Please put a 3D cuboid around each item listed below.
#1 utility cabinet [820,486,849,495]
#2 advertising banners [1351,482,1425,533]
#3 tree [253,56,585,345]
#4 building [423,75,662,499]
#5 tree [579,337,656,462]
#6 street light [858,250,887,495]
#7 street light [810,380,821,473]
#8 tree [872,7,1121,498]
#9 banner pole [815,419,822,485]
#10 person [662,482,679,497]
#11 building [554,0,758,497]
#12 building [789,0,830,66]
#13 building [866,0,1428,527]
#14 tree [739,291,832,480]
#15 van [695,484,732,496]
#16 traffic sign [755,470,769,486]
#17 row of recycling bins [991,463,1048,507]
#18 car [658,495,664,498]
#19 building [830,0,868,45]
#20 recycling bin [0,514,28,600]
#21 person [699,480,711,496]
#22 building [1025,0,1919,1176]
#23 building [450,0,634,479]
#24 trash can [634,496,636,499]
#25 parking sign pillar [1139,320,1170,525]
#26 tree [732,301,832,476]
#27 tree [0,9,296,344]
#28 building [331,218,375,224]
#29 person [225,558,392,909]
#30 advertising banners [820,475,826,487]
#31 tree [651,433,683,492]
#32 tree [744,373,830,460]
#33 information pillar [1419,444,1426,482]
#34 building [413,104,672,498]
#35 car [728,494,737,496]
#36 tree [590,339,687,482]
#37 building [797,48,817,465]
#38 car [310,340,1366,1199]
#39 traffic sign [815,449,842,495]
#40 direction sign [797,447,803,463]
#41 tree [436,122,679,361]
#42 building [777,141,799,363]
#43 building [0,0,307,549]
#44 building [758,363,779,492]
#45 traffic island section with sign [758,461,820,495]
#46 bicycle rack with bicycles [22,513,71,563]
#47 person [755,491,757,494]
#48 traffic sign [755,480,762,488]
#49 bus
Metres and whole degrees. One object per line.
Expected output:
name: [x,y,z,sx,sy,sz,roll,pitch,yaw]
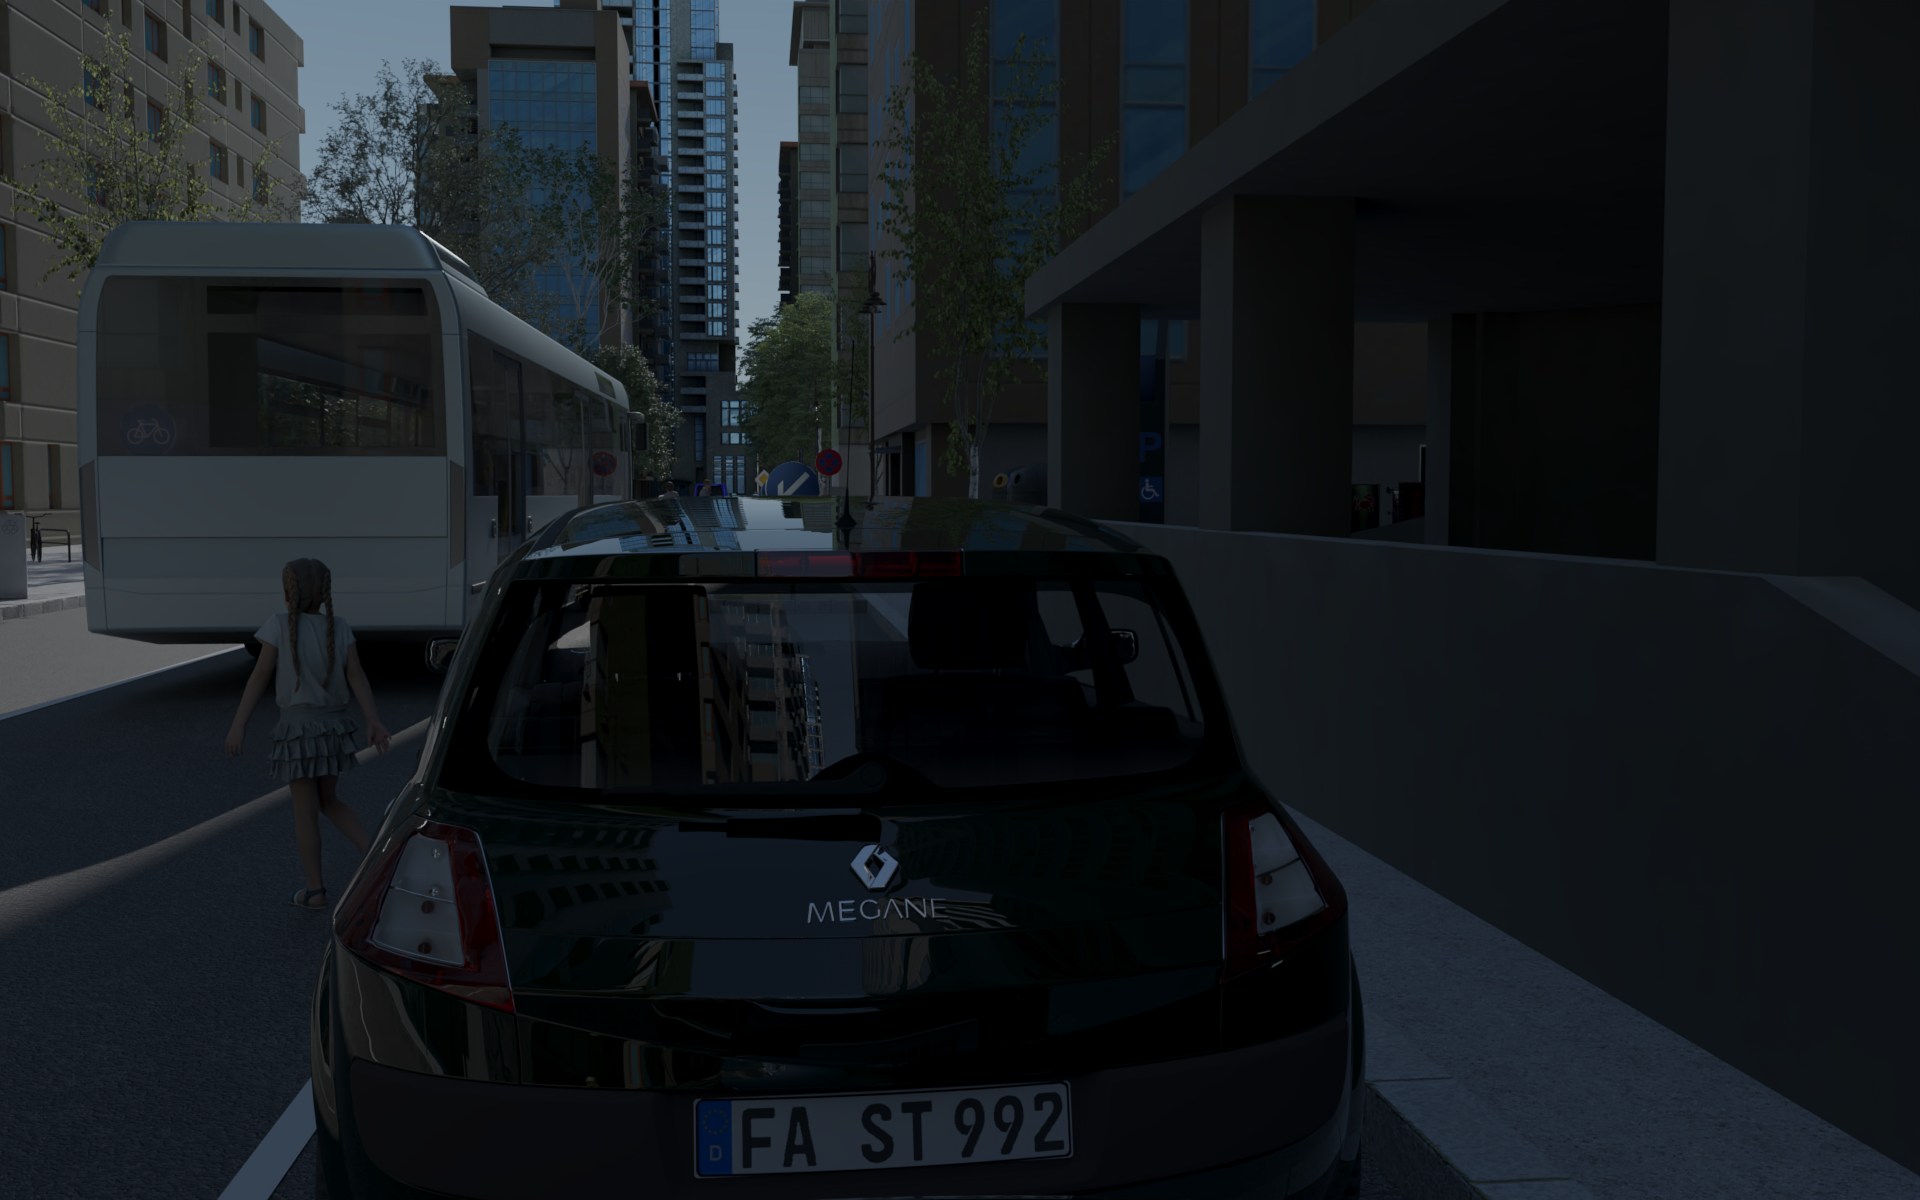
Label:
utility cabinet: [-3.724,-2.560,50.531,0.318,1.500,1.173,2,4,34]
advertising banners: [5.918,-1.614,22.585,2.074,3.025,0.090,-1,4,-16]
tree: [-15.334,-8.423,48.093,12.009,13.543,11.850,0,3,0]
building: [-42.677,-32.106,179.558,22.147,44.769,28.867,0,4,-7]
tree: [-22.084,-10.353,103.691,8.767,10.594,7.601,1,4,14]
street light: [-1.669,-3.685,33.034,0.468,5.910,1.993,0,4,-7]
street light: [-5.848,-5.966,70.327,0.468,5.910,1.993,0,4,-7]
tree: [0.403,-4.712,27.399,4.737,8.622,4.395,0,3,0]
banner pole: [-4.724,-4.155,57.958,0.401,3.779,0.863,-1,4,-18]
person: [-8.172,-2.458,49.041,0.532,1.782,0.716,3,5,44]
building: [-44.505,-57.018,244.912,31.000,86.520,22.319,0,4,-7]
building: [-3.509,-36.467,185.480,28.713,52.752,27.495,0,4,-7]
building: [5.149,-23.893,40.759,14.600,45.320,14.200,0,4,-7]
tree: [-8.640,-10.963,97.371,7.486,12.596,7.792,0,3,0]
van: [-14.851,-6.079,103.773,2.240,2.365,5.245,0,4,-5]
traffic sign: [-7.970,-4.093,70.567,0.795,2.450,0.064,0,4,-7]
row of recycling bins: [1.045,-1.047,24.233,1.069,1.692,3.534,0,4,-4]
car: [-20.295,-6.613,120.488,2.083,1.381,4.827,0,4,-5]
building: [2.226,-23.193,62.795,14.154,41.232,14.086,0,4,-7]
recycling bin: [-11.883,-0.530,21.226,0.722,1.027,0.722,-2,4,-35]
person: [-6.749,-2.287,46.014,0.853,1.813,0.709,-1,4,-15]
building: [17.162,-19.418,9.367,32.217,40.220,23.993,0,4,-7]
building: [-37.534,-31.084,158.341,14.600,45.320,14.200,0,4,-7]
trash can: [-28.037,-8.362,148.377,0.748,1.137,0.748,0,3,0]
parking sign pillar: [2.662,-2.173,23.995,1.447,3.967,1.447,1,4,9]
tree: [-10.280,-12.594,112.565,9.857,13.997,8.962,0,3,0]
tree: [-12.812,-4.719,27.526,4.360,8.622,3.978,0,3,0]
building: [-86.333,-33.880,245.814,23.993,40.220,32.217,0,4,-7]
person: [-2.233,0.464,5.937,0.382,1.210,0.505,3,5,43]
advertising banners: [-11.222,-8.367,132.983,2.074,3.025,0.090,0,4,-4]
tree: [-33.937,-15.229,199.357,4.737,8.622,4.395,0,3,0]
tree: [-11.717,-11.658,125.016,8.767,10.594,7.601,0,4,7]
information pillar: [7.012,-1.296,25.679,0.304,2.012,0.304,-3,4,-36]
building: [-51.267,-36.300,213.113,30.456,49.044,23.786,0,4,-7]
car: [-18.805,-8.074,140.812,1.959,1.807,4.718,0,4,-8]
tree: [-25.197,-12.964,128.970,9.611,12.733,9.660,0,3,0]
building: [-8.236,-29.362,163.670,14.154,41.232,14.086,0,4,-7]
car: [-0.397,0.331,4.380,2.009,1.686,4.222,-1,4,-8]
traffic sign: [-3.712,-2.991,49.003,0.768,2.556,0.104,0,4,-6]
direction sign: [-7.769,-5.631,84.071,0.379,3.537,0.876,-1,4,-23]
tree: [-20.830,-14.239,88.701,12.611,20.169,13.585,0,3,0]
building: [-11.210,-34.164,213.210,22.147,44.769,28.867,0,4,-7]
building: [-37.720,-12.596,50.976,28.899,21.520,27.650,0,4,-7]
building: [-15.000,-24.950,252.973,28.899,21.520,27.650,0,4,-7]
traffic island section with sign: [-2.206,-0.797,21.651,1.989,1.847,2.006,0,4,-7]
bicycle rack with bicycles: [-17.925,-1.155,32.267,2.852,0.926,2.925,-3,5,-43]
person: [-18.789,-9.124,158.205,0.750,1.759,0.617,1,4,14]
traffic sign: [-8.900,-4.578,78.498,0.795,2.450,0.064,0,4,-7]
bus: [-5.285,-1.437,18.353,2.948,3.499,13.247,0,4,-5]
